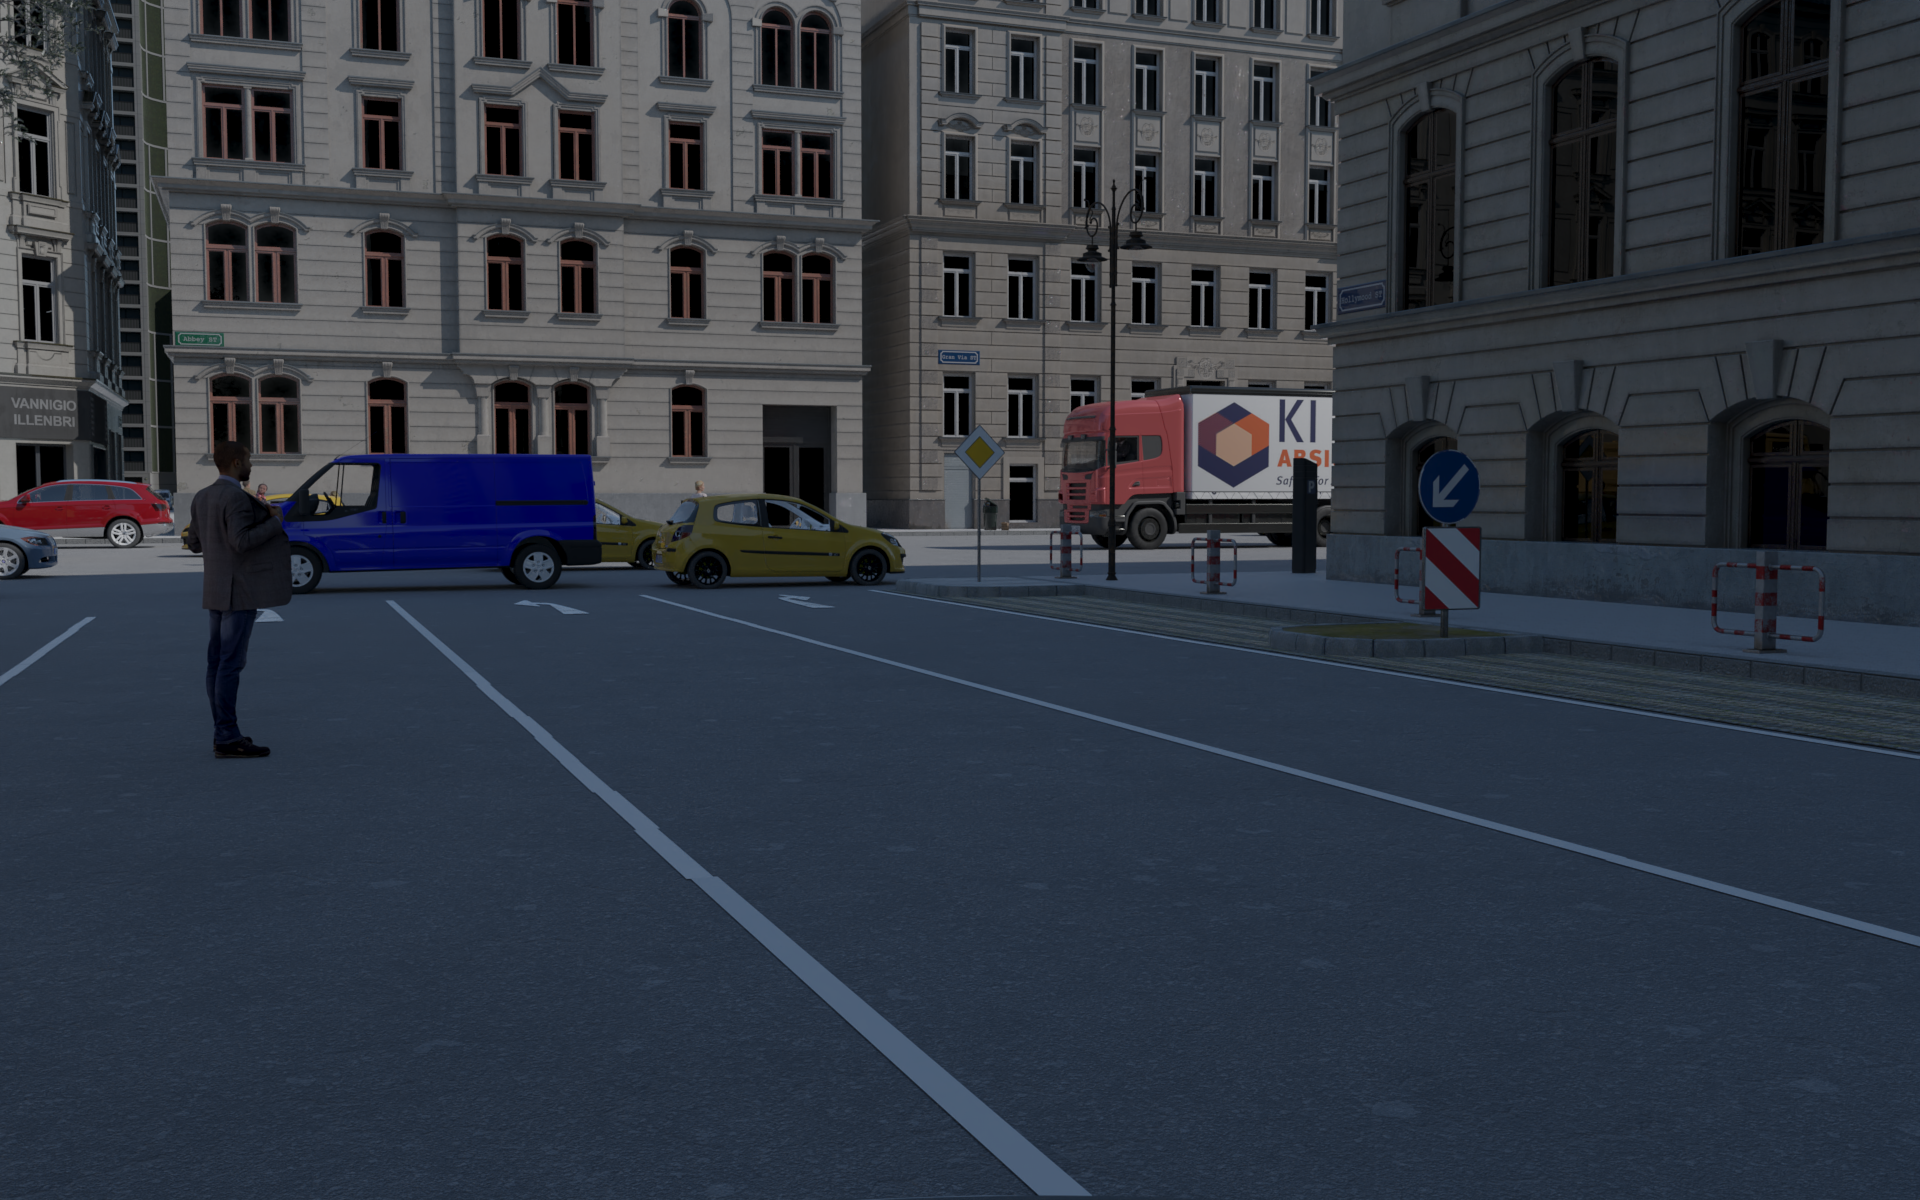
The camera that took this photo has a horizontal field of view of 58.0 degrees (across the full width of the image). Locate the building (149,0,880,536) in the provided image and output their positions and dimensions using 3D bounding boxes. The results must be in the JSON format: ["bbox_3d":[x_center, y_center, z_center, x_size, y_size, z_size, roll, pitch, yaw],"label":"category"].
[{"bbox_3d":[-15.938,-16.787,61.851,23.554,28.519,14.401,-1,4,-22],"label":"building"}]

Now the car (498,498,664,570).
[{"bbox_3d":[-7.156,-1.388,32.912,3.980,1.641,2.015,-1,4,-21],"label":"car"}]

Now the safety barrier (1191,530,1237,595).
[{"bbox_3d":[3.248,-0.484,22.192,0.300,0.817,1.120,-1,4,-22],"label":"safety barrier"}]

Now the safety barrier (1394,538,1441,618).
[{"bbox_3d":[4.888,-0.234,18.096,0.300,0.817,1.120,-1,4,-22],"label":"safety barrier"}]

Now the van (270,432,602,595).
[{"bbox_3d":[-8.156,-1.327,26.087,5.245,2.365,2.240,-1,4,-22],"label":"van"}]

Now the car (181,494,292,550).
[{"bbox_3d":[-15.934,-1.835,40.234,3.980,1.641,2.015,-1,4,-21],"label":"car"}]

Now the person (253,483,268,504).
[{"bbox_3d":[-13.956,-1.510,34.658,0.415,1.643,0.593,-2,4,-32],"label":"person"}]

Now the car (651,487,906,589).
[{"bbox_3d":[-2.818,-1.045,27.308,3.980,1.641,2.015,-1,4,-23],"label":"car"}]

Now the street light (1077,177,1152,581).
[{"bbox_3d":[2.259,-3.230,25.597,0.468,5.910,1.993,-1,4,-22],"label":"street light"}]

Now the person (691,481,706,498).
[{"bbox_3d":[-5.914,-1.856,39.522,0.731,1.740,0.598,1,4,20],"label":"person"}]

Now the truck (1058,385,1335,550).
[{"bbox_3d":[7.536,-3.535,46.710,11.283,4.237,2.839,-2,4,-23],"label":"truck"}]

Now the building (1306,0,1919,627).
[{"bbox_3d":[16.552,-11.765,11.449,14.460,24.649,34.723,-1,4,-22],"label":"building"}]

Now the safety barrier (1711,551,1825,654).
[{"bbox_3d":[6.518,0.017,14.004,0.300,0.817,1.120,-1,4,-22],"label":"safety barrier"}]

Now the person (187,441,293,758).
[{"bbox_3d":[-3.968,-0.016,9.582,0.431,1.722,0.655,-3,5,-41],"label":"person"}]

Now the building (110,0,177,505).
[{"bbox_3d":[-100.015,-46.750,202.612,20.611,71.187,20.563,-1,4,-22],"label":"building"}]

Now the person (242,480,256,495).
[{"bbox_3d":[-20.454,-2.535,49.865,0.836,1.842,0.656,2,4,24],"label":"person"}]

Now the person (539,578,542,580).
[{"bbox_3d":[-6.908,-1.171,28.491,0.643,1.720,0.563,-3,5,-39],"label":"person"}]

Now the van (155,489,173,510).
[{"bbox_3d":[-71.126,-9.008,154.292,2.013,2.044,4.112,-1,4,-22],"label":"van"}]

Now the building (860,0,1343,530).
[{"bbox_3d":[7.343,-16.753,71.180,25.104,27.353,12.463,-1,4,-22],"label":"building"}]

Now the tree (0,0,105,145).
[{"bbox_3d":[-11.742,-6.084,12.295,12.009,13.543,11.850,0,3,0],"label":"tree"}]

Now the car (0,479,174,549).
[{"bbox_3d":[-23.710,-2.270,45.780,5.304,1.827,2.281,-1,4,-22],"label":"car"}]

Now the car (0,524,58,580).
[{"bbox_3d":[-17.668,-1.043,29.058,4.499,1.417,2.014,-2,4,-23],"label":"car"}]

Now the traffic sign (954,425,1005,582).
[{"bbox_3d":[0.276,-1.320,25.231,0.795,2.450,0.064,-1,4,-22],"label":"traffic sign"}]

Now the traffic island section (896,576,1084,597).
[{"bbox_3d":[0.295,-0.186,25.316,2.009,0.180,2.903,-1,4,-22],"label":"traffic island section"}]

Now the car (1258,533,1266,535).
[{"bbox_3d":[11.842,-3.078,59.919,3.694,1.707,1.945,-1,4,-20],"label":"car"}]

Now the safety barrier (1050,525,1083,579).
[{"bbox_3d":[1.609,-0.736,26.303,0.300,0.817,1.120,-1,4,-22],"label":"safety barrier"}]

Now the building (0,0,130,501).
[{"bbox_3d":[-49.053,-16.759,50.431,44.131,29.872,17.030,-1,4,-22],"label":"building"}]

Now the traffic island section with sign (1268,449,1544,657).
[{"bbox_3d":[3.974,-0.456,16.080,1.989,1.847,2.006,-1,4,-22],"label":"traffic island section with sign"}]

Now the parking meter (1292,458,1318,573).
[{"bbox_3d":[5.598,-1.370,28.111,0.399,1.863,0.255,-3,5,-44],"label":"parking meter"}]

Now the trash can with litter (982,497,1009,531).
[{"bbox_3d":[1.306,-3.039,61.078,1.055,1.170,0.624,0,4,-1],"label":"trash can with litter"}]
